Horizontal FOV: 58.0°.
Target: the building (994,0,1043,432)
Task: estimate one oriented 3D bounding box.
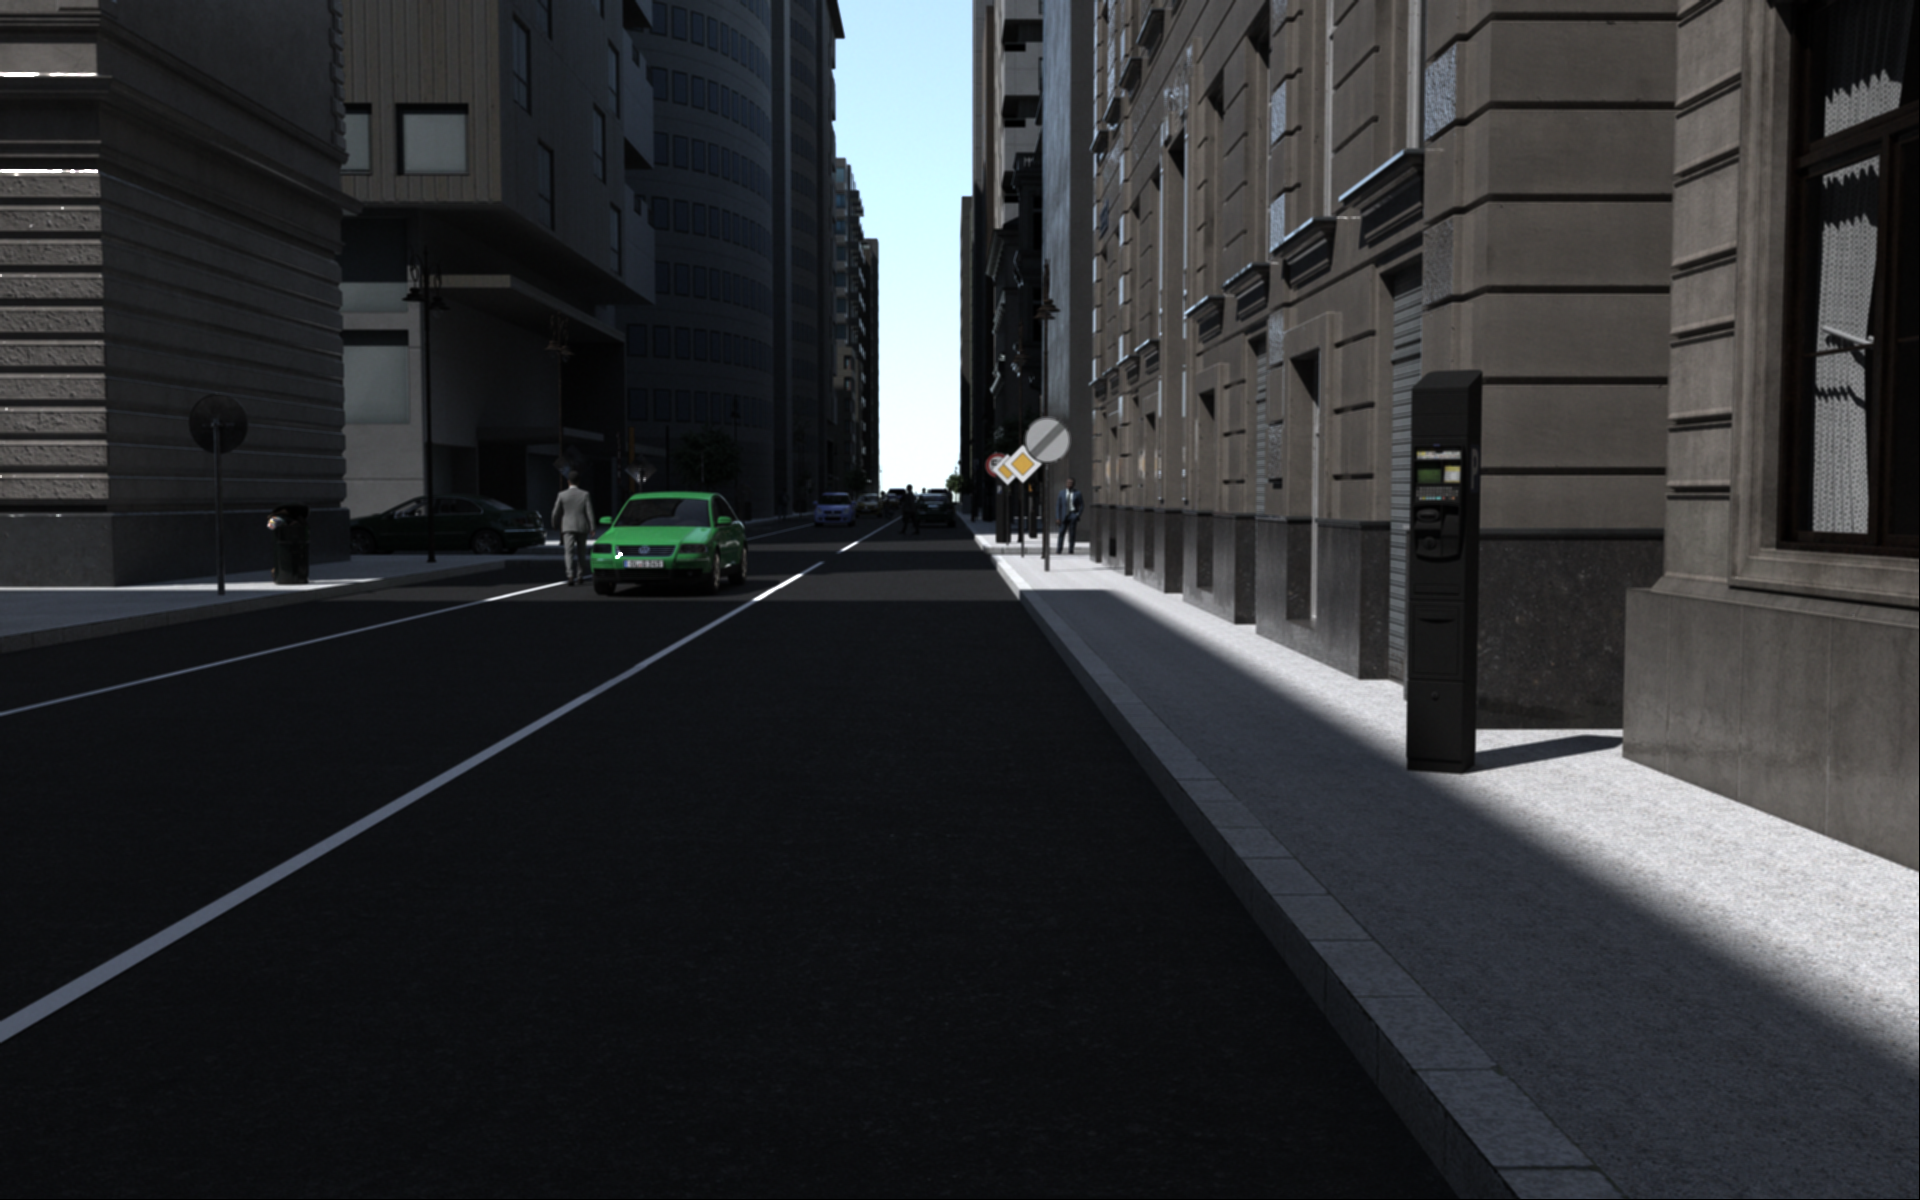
[{"bbox_3d":[16.491,-33.458,136.273,28.713,52.752,27.495,0,4,-1],"label":"building"}]

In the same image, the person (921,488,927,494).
[{"bbox_3d":[-1.929,-5.259,94.903,0.576,1.772,0.534,-2,4,-28],"label":"person"}]

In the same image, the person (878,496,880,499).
[{"bbox_3d":[-9.942,-12.078,209.161,0.799,1.438,0.628,2,4,29],"label":"person"}]

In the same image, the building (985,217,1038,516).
[{"bbox_3d":[7.072,-14.893,108.125,10.561,19.102,19.286,0,4,-1],"label":"building"}]

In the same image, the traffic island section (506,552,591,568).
[{"bbox_3d":[-7.850,-0.780,35.034,2.009,0.180,2.903,0,4,-1],"label":"traffic island section"}]

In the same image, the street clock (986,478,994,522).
[{"bbox_3d":[1.377,-4.611,79.966,0.358,2.002,0.471,-1,4,-20],"label":"street clock"}]

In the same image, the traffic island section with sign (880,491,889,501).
[{"bbox_3d":[-10.227,-14.886,252.015,1.989,1.847,2.006,0,4,-1],"label":"traffic island section with sign"}]

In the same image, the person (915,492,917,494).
[{"bbox_3d":[-5.528,-12.810,218.647,1.217,1.736,0.721,-1,4,-20],"label":"person"}]

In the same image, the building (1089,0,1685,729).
[{"bbox_3d":[8.288,-13.669,20.755,12.463,27.353,25.104,0,4,-1],"label":"building"}]

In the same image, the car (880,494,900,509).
[{"bbox_3d":[-6.673,-9.427,164.355,2.015,1.641,3.980,0,4,0],"label":"car"}]

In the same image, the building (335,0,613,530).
[{"bbox_3d":[-25.163,-28.526,55.636,28.713,52.752,27.495,0,4,-1],"label":"building"}]

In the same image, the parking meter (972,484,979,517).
[{"bbox_3d":[0.869,-5.621,97.620,0.399,1.863,0.255,0,4,4],"label":"parking meter"}]

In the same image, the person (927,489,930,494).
[{"bbox_3d":[-2.496,-7.984,139.017,1.348,1.826,0.705,3,5,40],"label":"person"}]

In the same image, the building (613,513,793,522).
[{"bbox_3d":[-20.677,-33.596,91.297,21.231,58.520,28.212,0,4,-1],"label":"building"}]

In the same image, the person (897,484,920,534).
[{"bbox_3d":[-1.849,-3.240,61.864,0.834,1.777,0.661,0,4,-7],"label":"person"}]

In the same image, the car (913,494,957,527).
[{"bbox_3d":[-1.153,-3.940,76.209,2.131,1.459,4.920,0,4,-3],"label":"car"}]

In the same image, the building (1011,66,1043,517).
[{"bbox_3d":[9.708,-16.013,80.889,14.460,24.649,34.723,0,4,-1],"label":"building"}]

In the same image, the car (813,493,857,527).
[{"bbox_3d":[-5.542,-4.116,76.891,1.945,1.707,3.694,0,4,-1],"label":"car"}]

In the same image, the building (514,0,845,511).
[{"bbox_3d":[-26.469,-35.769,174.065,28.713,52.752,27.495,0,4,-1],"label":"building"}]

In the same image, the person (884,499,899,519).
[{"bbox_3d":[-3.918,-5.128,97.836,1.012,1.151,0.738,-3,5,-43],"label":"person"}]

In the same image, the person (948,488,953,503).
[{"bbox_3d":[-0.565,-5.262,94.870,0.374,1.781,0.599,1,4,11],"label":"person"}]

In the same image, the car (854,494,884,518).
[{"bbox_3d":[-5.634,-5.852,105.910,2.015,1.641,3.980,0,4,0],"label":"car"}]

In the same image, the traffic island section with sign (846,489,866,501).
[{"bbox_3d":[-9.028,-8.199,142.681,1.989,1.847,2.006,0,4,-1],"label":"traffic island section with sign"}]

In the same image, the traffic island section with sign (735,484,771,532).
[{"bbox_3d":[-8.199,-3.492,65.724,1.989,1.847,2.006,0,4,-1],"label":"traffic island section with sign"}]

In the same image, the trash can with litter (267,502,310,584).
[{"bbox_3d":[-9.673,-0.820,24.791,0.624,1.170,1.055,-2,4,-33],"label":"trash can with litter"}]

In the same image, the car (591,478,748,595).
[{"bbox_3d":[-4.318,-1.060,26.121,1.959,1.807,4.718,0,4,1],"label":"car"}]

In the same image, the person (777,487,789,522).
[{"bbox_3d":[-9.014,-4.865,88.395,0.623,1.781,0.721,0,4,-4],"label":"person"}]

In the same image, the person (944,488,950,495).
[{"bbox_3d":[-0.771,-6.174,109.703,0.793,1.790,0.793,-3,5,-42],"label":"person"}]

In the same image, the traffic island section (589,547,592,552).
[{"bbox_3d":[-7.938,-1.268,43.019,2.009,0.180,2.903,0,4,-1],"label":"traffic island section"}]

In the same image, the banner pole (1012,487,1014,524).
[{"bbox_3d":[2.025,-5.083,73.130,0.863,3.779,0.401,1,4,13],"label":"banner pole"}]

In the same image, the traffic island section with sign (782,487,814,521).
[{"bbox_3d":[-8.490,-5.141,92.677,1.989,1.847,2.006,0,4,-1],"label":"traffic island section with sign"}]

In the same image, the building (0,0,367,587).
[{"bbox_3d":[-20.930,-12.166,27.799,19.941,23.489,11.050,0,4,-1],"label":"building"}]

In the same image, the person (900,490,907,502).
[{"bbox_3d":[-4.792,-8.665,150.733,0.990,1.755,0.434,-1,4,-23],"label":"person"}]

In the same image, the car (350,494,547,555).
[{"bbox_3d":[-11.878,-1.675,39.188,4.920,1.459,2.131,0,4,-2],"label":"car"}]

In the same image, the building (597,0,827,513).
[{"bbox_3d":[-22.694,-36.924,145.703,21.231,58.520,28.212,0,4,-1],"label":"building"}]

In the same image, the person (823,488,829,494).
[{"bbox_3d":[-7.878,-5.740,102.440,0.391,1.810,0.635,-3,5,-41],"label":"person"}]

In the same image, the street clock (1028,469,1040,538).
[{"bbox_3d":[2.136,-2.793,50.239,0.358,2.002,0.471,1,4,10],"label":"street clock"}]

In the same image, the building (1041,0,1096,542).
[{"bbox_3d":[17.721,-14.166,50.683,30.058,24.678,14.314,0,4,-1],"label":"building"}]

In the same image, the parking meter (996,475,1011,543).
[{"bbox_3d":[1.143,-2.428,45.414,0.255,1.863,0.399,-2,4,-35],"label":"parking meter"}]

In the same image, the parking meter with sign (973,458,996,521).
[{"bbox_3d":[1.478,-5.391,84.400,1.738,3.016,0.543,-3,4,-36],"label":"parking meter with sign"}]

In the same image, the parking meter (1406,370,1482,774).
[{"bbox_3d":[2.253,-0.143,8.057,0.255,1.863,0.399,2,4,27],"label":"parking meter"}]

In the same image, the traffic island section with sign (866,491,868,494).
[{"bbox_3d":[-9.337,-9.872,170.027,1.989,1.847,2.006,0,4,-1],"label":"traffic island section with sign"}]

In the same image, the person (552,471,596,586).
[{"bbox_3d":[-6.073,-1.130,27.250,0.678,1.792,0.850,-1,4,-13],"label":"person"}]

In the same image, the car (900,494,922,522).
[{"bbox_3d":[-2.078,-4.834,90.831,2.131,1.459,4.920,0,4,0],"label":"car"}]

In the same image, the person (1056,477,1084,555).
[{"bbox_3d":[2.411,-1.837,38.715,0.721,1.800,0.419,0,4,1],"label":"person"}]
